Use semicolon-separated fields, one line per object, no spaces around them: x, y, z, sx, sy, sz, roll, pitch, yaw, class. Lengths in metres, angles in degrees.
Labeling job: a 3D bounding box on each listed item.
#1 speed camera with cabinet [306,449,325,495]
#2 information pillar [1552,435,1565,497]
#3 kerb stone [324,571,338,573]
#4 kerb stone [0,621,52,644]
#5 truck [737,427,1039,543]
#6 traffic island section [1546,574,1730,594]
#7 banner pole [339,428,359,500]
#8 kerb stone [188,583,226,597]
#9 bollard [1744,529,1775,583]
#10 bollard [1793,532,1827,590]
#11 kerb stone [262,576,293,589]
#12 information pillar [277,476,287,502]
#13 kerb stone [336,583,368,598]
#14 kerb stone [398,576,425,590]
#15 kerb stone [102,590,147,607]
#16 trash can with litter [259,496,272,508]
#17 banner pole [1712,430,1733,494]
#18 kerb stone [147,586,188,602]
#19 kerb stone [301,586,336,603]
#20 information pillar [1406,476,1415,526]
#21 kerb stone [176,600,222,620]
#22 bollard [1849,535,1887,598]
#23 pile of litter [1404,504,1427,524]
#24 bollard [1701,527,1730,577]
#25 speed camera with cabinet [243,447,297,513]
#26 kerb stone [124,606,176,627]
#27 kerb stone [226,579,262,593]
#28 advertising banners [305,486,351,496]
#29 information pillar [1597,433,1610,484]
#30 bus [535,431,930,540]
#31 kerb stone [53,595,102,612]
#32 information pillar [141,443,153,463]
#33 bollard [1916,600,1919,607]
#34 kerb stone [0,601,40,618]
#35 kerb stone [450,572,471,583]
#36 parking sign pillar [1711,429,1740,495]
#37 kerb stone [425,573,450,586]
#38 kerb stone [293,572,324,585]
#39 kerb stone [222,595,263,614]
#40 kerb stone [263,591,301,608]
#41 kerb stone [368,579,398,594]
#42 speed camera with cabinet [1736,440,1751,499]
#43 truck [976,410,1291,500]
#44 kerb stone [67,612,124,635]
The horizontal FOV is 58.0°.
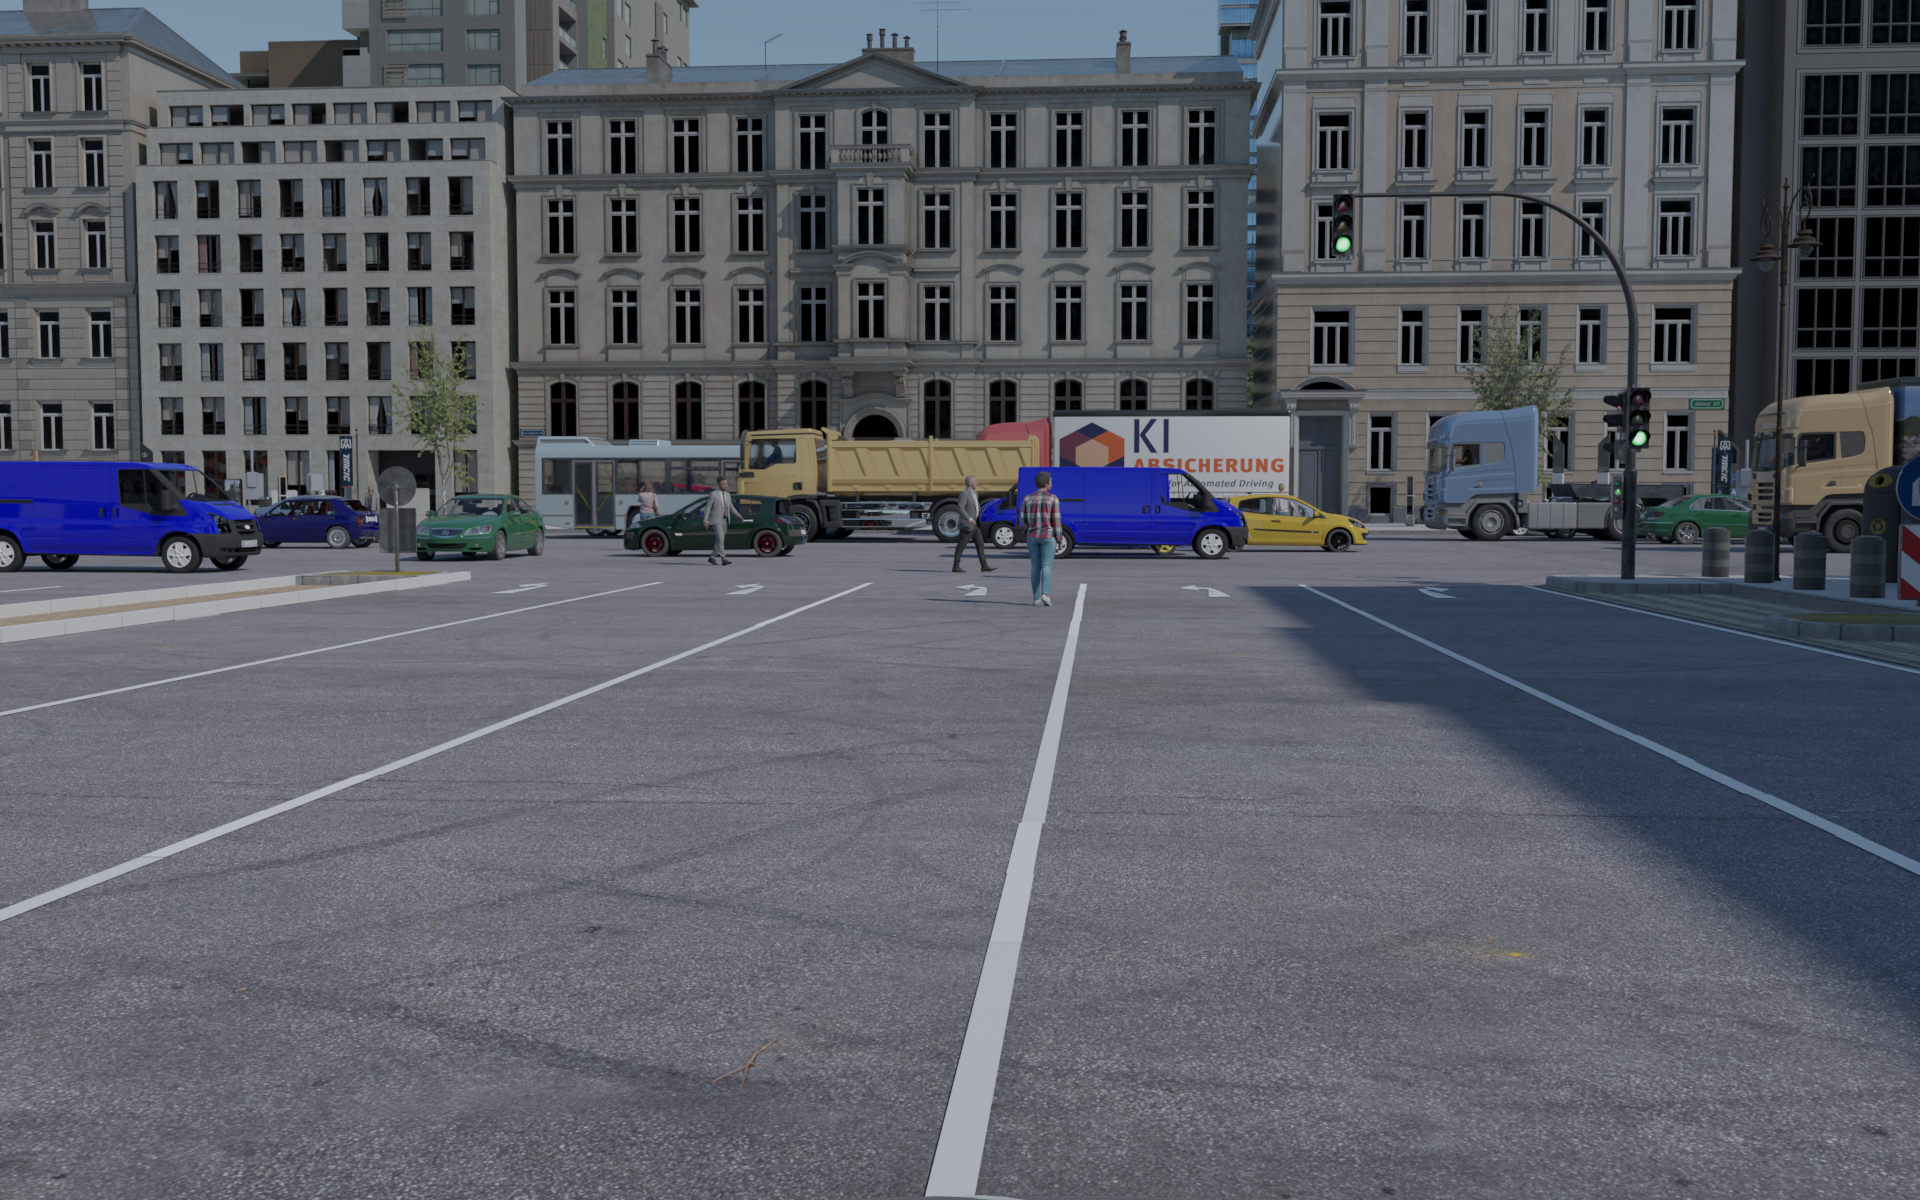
-28.246;-5.021;76.424;0.660;3.252;2.038;-3;4;-37;speed camera with cabinet
23.601;-4.711;68.383;0.183;3.616;0.504;-3;4;-36;information pillar
-10.343;-0.386;28.512;0.120;0.150;1.000;0;4;5;kerb stone
-9.179;0.314;17.060;0.120;0.150;1.000;0;4;5;kerb stone
-2.550;-3.403;51.570;9.791;3.379;3.469;0;4;3;truck
10.072;-0.234;26.101;2.009;0.180;2.903;0;4;5;traffic island section
-23.103;-4.630;65.723;0.863;3.779;0.401;-1;4;-19;banner pole
-10.685;-0.135;24.403;0.120;0.150;1.000;0;4;5;kerb stone
11.568;-0.633;25.058;0.404;0.777;0.398;0;3;0;bollard
11.420;-0.523;23.275;0.404;0.777;0.398;0;3;0;bollard
-10.513;-0.260;26.453;0.120;0.150;1.000;0;4;5;kerb stone
-27.950;-4.095;71.450;0.304;2.012;0.304;-2;4;-35;information pillar
-8.590;-0.125;24.235;0.120;0.150;1.000;0;4;5;kerb stone
-8.408;-0.249;26.283;0.120;0.150;1.000;0;4;5;kerb stone
-10.852;-0.009;22.346;0.120;0.150;1.000;0;4;5;kerb stone
-26.694;-3.442;67.331;2.233;1.210;1.678;1;4;11;trash can with litter
29.577;-4.733;67.396;0.863;3.779;0.401;1;4;10;banner pole
-10.770;-0.069;23.371;0.120;0.150;1.000;0;4;5;kerb stone
-8.673;-0.062;23.209;0.120;0.150;1.000;0;4;5;kerb stone
18.110;-3.984;69.629;0.304;2.012;0.304;2;4;24;information pillar
-8.918;0.126;20.132;0.120;0.150;1.000;0;4;5;kerb stone
11.271;-0.415;21.496;0.404;0.777;0.398;0;3;0;bollard
19.662;-3.683;74.188;1.719;0.858;1.176;-2;4;-28;pile of litter
11.717;-0.742;26.842;0.404;0.777;0.398;0;3;0;bollard
-29.189;-4.832;73.337;2.038;3.252;0.660;0;4;-8;speed camera with cabinet
-9.009;0.191;19.108;0.120;0.150;1.000;0;4;5;kerb stone
-10.594;-0.194;25.429;0.120;0.150;1.000;0;4;5;kerb stone
-25.585;-4.534;70.314;0.090;3.025;2.074;3;5;43;advertising banners
24.815;-4.613;66.770;0.183;3.616;0.504;-2;4;-35;information pillar
-6.801;-3.719;55.663;13.247;3.499;2.948;0;4;6;bus
-10.937;0.053;21.322;0.120;0.150;1.000;0;4;5;kerb stone
-37.010;-5.355;78.905;0.504;3.616;0.183;-1;4;-13;information pillar
11.125;-0.306;19.713;0.404;0.777;0.398;0;3;0;bollard
-11.017;0.118;20.293;0.120;0.150;1.000;0;4;5;kerb stone
-8.250;-0.367;28.344;0.120;0.150;1.000;0;4;5;kerb stone
31.628;-5.085;71.609;1.447;3.967;1.447;-1;4;-11;parking sign pillar
-8.328;-0.313;27.312;0.120;0.150;1.000;0;4;5;kerb stone
-10.426;-0.324;27.488;0.120;0.150;1.000;0;4;5;kerb stone
-8.844;0.064;21.157;0.120;0.150;1.000;0;4;5;kerb stone
-8.762;0.002;22.186;0.120;0.150;1.000;0;4;5;kerb stone
-8.500;-0.187;25.259;0.120;0.150;1.000;0;4;5;kerb stone
29.454;-4.212;63.194;2.038;3.252;0.660;2;4;30;speed camera with cabinet
5.434;-4.288;59.023;11.283;4.237;2.839;0;4;4;truck
-9.095;0.256;18.084;0.120;0.150;1.000;0;4;5;kerb stone
